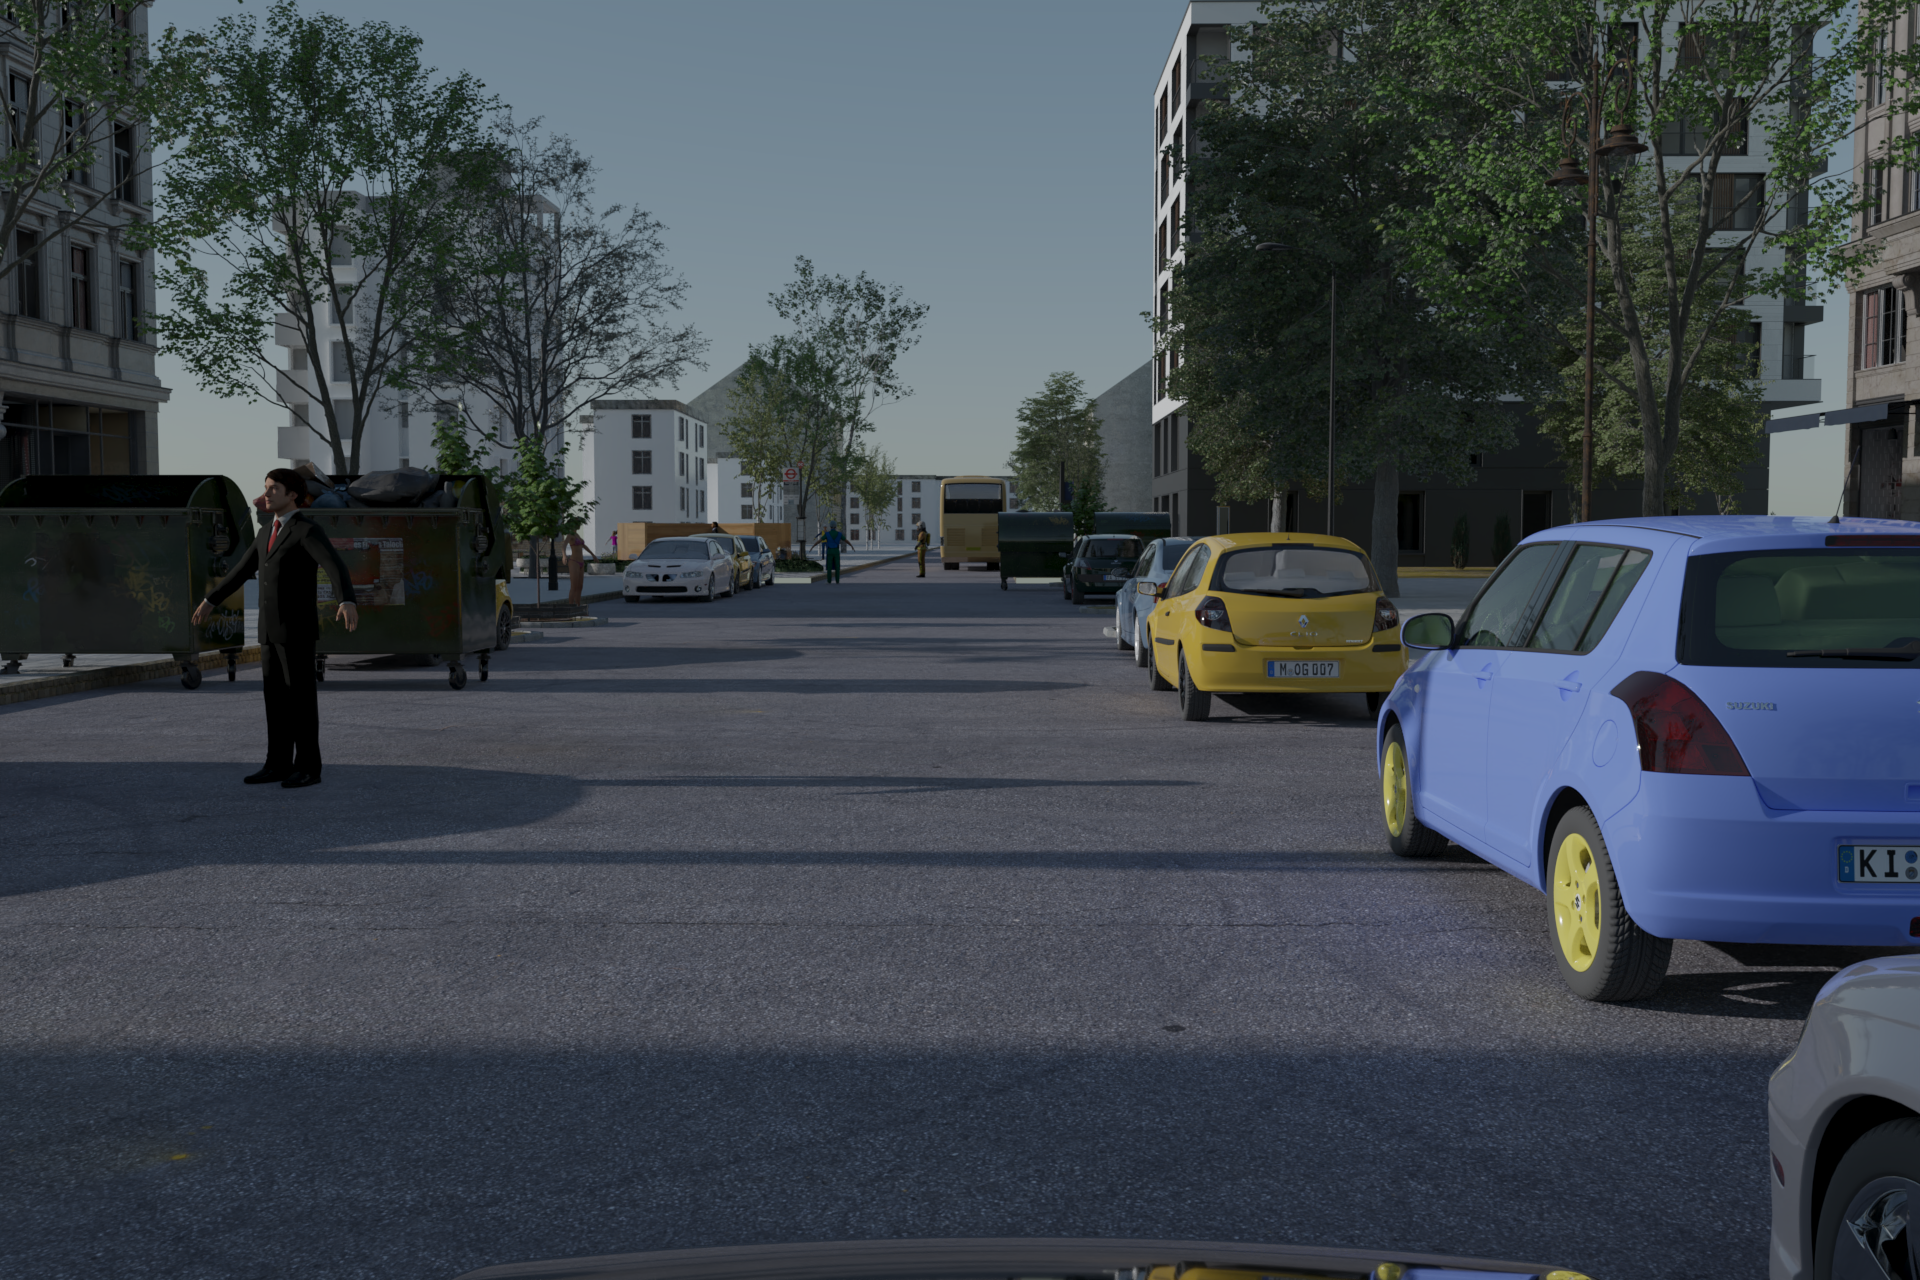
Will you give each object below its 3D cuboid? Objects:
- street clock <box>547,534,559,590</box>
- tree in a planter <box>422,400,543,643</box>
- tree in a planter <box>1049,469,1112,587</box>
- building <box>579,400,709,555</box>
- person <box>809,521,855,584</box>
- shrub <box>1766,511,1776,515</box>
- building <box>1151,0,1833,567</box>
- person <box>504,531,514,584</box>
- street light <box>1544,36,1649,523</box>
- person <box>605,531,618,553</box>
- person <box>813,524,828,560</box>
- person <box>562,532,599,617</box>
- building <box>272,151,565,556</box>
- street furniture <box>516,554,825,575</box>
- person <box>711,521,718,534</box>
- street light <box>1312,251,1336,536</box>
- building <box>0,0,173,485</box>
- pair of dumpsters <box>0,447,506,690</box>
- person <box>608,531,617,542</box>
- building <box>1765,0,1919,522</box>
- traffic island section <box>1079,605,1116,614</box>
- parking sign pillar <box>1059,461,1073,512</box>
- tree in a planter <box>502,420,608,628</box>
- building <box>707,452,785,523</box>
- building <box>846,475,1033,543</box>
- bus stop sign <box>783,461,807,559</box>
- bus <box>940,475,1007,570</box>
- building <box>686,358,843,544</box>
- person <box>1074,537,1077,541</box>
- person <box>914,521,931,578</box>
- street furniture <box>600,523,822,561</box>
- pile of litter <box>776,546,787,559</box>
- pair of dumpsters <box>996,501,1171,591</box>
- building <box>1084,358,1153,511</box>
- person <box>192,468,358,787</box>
[{"bbox_3d":[-9.272,-2.132,39.423,0.358,2.002,0.471,0,4,1],"label":"street clock"},{"bbox_3d":[-6.741,-1.594,23.290,1.991,3.239,1.994,0,4,2],"label":"tree in a planter"},{"bbox_3d":[3.449,-3.086,47.680,1.991,3.239,1.994,0,4,1],"label":"tree in a planter"},{"bbox_3d":[-22.232,-11.015,122.236,9.099,9.664,28.070,0,3,0],"label":"building"},{"bbox_3d":[-3.646,-2.513,49.677,1.347,1.817,0.704,-1,4,-16],"label":"person"},{"bbox_3d":[27.587,-3.359,58.966,1.661,2.075,1.752,0,3,0],"label":"shrub"},{"bbox_3d":[22.952,-14.609,82.838,27.936,21.610,32.646,0,4,1],"label":"building"},{"bbox_3d":[-11.826,-2.328,44.839,0.721,1.736,1.217,-1,4,-12],"label":"person"},{"bbox_3d":[6.099,-2.690,16.771,0.468,5.910,1.993,0,4,1],"label":"street light"},{"bbox_3d":[-15.688,-4.252,78.794,0.991,1.433,0.599,1,4,15],"label":"person"},{"bbox_3d":[-6.651,-4.838,85.568,1.216,1.772,0.721,0,4,-7],"label":"person"},{"bbox_3d":[-6.597,-1.273,30.075,0.721,1.733,1.217,1,4,15],"label":"person"},{"bbox_3d":[-27.994,-14.108,87.091,16.016,20.090,11.380,0,4,1],"label":"building"},{"bbox_3d":[-9.569,-2.509,56.650,10.072,0.657,5.734,0,4,1],"label":"street furniture"},{"bbox_3d":[-8.935,-3.412,62.512,0.721,1.740,1.216,0,4,-6],"label":"person"},{"bbox_3d":[6.507,-3.377,27.751,1.470,5.913,1.316,0,4,1],"label":"street light"},{"bbox_3d":[-28.069,-11.040,30.474,10.553,20.879,40.483,0,4,1],"label":"building"},{"bbox_3d":[-6.648,-0.693,16.289,4.436,2.255,1.574,0,4,1],"label":"pair of dumpsters"},{"bbox_3d":[-16.466,-4.780,84.377,1.346,1.802,0.704,-1,4,-15],"label":"person"},{"bbox_3d":[28.648,-17.962,39.785,12.429,33.558,17.177,0,4,1],"label":"building"},{"bbox_3d":[3.200,-0.547,31.812,1.991,0.108,1.994,0,4,1],"label":"traffic island section"},{"bbox_3d":[3.944,-4.670,64.831,1.447,3.967,1.447,0,4,1],"label":"parking sign pillar"},{"bbox_3d":[-6.651,-1.836,27.241,1.991,3.239,1.994,0,4,2],"label":"tree in a planter"},{"bbox_3d":[-23.904,-15.248,191.456,9.099,9.664,28.070,0,4,1],"label":"building"},{"bbox_3d":[-3.610,-18.403,245.500,28.070,9.664,9.099,0,4,-3],"label":"building"},{"bbox_3d":[-6.038,-4.567,63.378,0.855,3.939,0.416,0,4,2],"label":"bus stop sign"},{"bbox_3d":[0.535,-4.895,71.579,2.896,3.916,12.252,0,4,0],"label":"bus"},{"bbox_3d":[-24.862,-23.895,221.618,19.493,23.208,18.063,0,4,0],"label":"building"},{"bbox_3d":[5.426,-4.142,73.868,1.345,1.843,0.704,-1,4,-14],"label":"person"},{"bbox_3d":[-1.290,-2.985,57.023,0.705,1.858,1.354,0,4,7],"label":"person"},{"bbox_3d":[-9.925,-3.929,71.089,11.010,1.723,9.812,3,5,44],"label":"street furniture"},{"bbox_3d":[-6.176,-2.951,62.214,1.176,0.858,1.719,0,4,2],"label":"pile of litter"},{"bbox_3d":[3.148,-2.406,44.290,4.436,2.255,1.574,0,4,1],"label":"pair of dumpsters"},{"bbox_3d":[24.767,-23.163,209.645,19.493,23.208,18.063,0,4,1],"label":"building"},{"bbox_3d":[-3.871,-0.077,9.910,1.347,1.806,0.705,2,4,30],"label":"person"}]
